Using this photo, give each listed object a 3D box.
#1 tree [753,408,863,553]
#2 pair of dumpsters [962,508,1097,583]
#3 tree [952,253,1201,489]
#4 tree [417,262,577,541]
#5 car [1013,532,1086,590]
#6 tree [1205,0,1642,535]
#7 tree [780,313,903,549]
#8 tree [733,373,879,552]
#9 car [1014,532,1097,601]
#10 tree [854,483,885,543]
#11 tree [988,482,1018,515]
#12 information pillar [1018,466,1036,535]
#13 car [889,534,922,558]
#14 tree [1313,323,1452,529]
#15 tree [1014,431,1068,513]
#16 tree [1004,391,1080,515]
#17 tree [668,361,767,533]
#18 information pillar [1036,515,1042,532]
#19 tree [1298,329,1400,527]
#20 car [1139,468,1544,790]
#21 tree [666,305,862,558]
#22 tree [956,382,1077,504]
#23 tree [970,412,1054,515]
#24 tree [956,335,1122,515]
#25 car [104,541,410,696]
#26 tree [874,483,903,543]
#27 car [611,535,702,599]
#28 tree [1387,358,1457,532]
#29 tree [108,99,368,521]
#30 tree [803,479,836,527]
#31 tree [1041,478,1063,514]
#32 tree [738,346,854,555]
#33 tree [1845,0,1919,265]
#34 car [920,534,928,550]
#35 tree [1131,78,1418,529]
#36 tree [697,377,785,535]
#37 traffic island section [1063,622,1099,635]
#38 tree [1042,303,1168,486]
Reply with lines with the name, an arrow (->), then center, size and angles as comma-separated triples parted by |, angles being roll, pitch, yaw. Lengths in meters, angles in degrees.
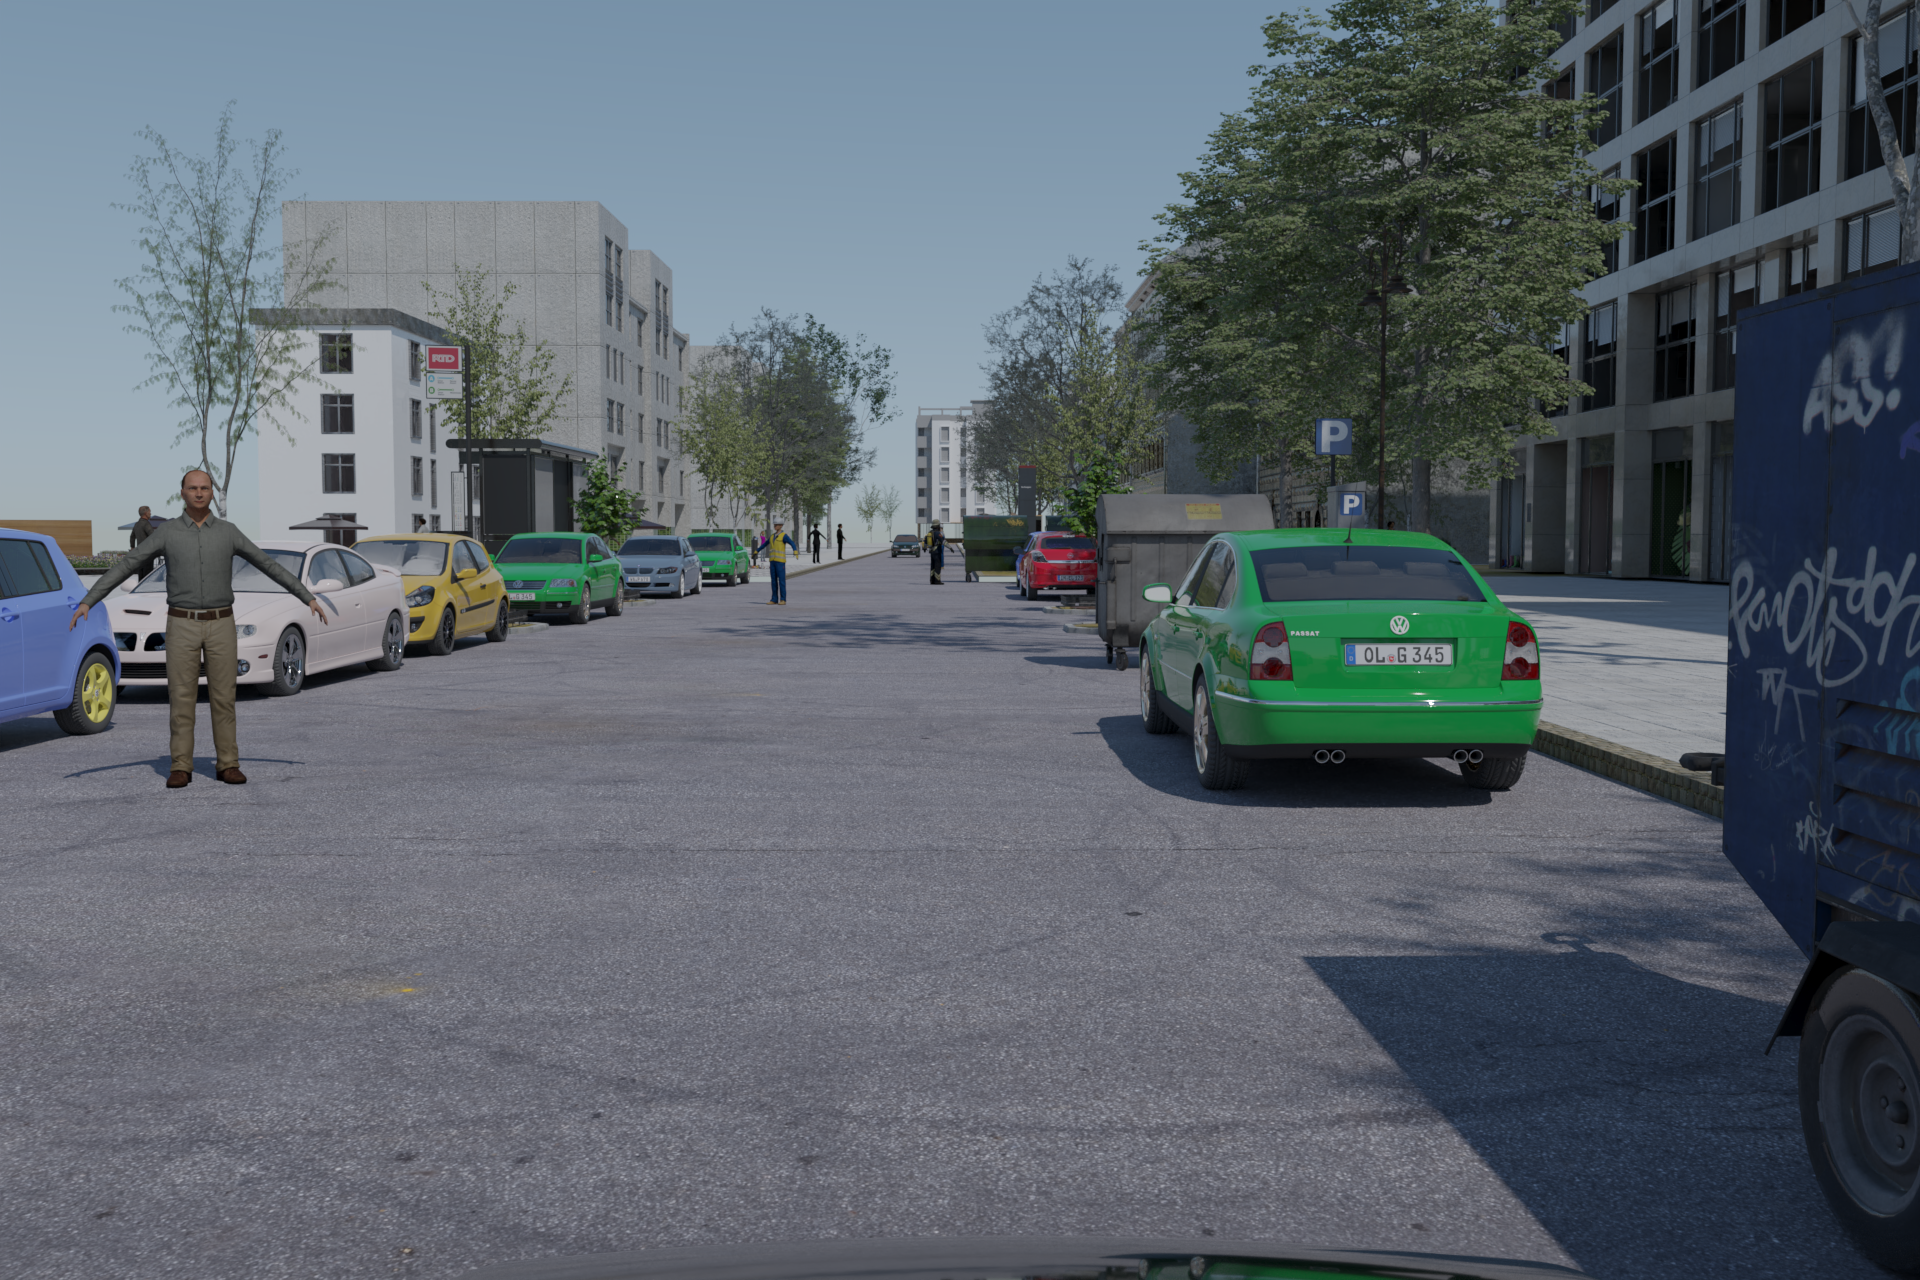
tree -> -10.142, -11.010, 114.432 | 8.767, 10.594, 7.601 | 1, 4, 15
pair of dumpsters -> 2.266, -2.850, 51.542 | 4.436, 2.255, 1.574 | 0, 4, -1
tree -> 5.279, -10.079, 75.155 | 12.009, 13.543, 11.850 | 0, 3, 0
tree -> -12.719, -5.910, 46.984 | 4.737, 8.622, 4.395 | 0, 3, 0
car -> 2.383, -2.205, 45.638 | 1.945, 1.707, 3.694 | 0, 4, -2
tree -> 8.421, -6.954, 31.824 | 7.486, 12.596, 7.792 | 0, 3, 0
tree -> -10.948, -17.811, 147.092 | 12.611, 20.169, 13.585 | 0, 3, 0
tree -> -10.999, -13.156, 125.477 | 12.009, 13.543, 11.850 | 0, 3, 0
car -> 2.299, -1.819, 38.778 | 2.155, 1.783, 4.494 | 0, 4, -1
tree -> -12.770, -17.977, 244.292 | 4.737, 8.622, 4.395 | 0, 3, 0
tree -> 4.462, -12.569, 155.860 | 4.360, 8.622, 3.978 | 0, 3, 0
information pillar -> 2.539, -4.666, 65.663 | 0.750, 3.857, 0.750 | 0, 4, -2
car -> -3.293, -5.876, 105.852 | 2.009, 1.686, 4.222 | 0, 3, 0
tree -> 12.414, -6.309, 53.519 | 4.360, 8.622, 3.978 | 0, 3, 0
tree -> 5.115, -10.071, 115.022 | 4.737, 8.622, 4.395 | 0, 3, 0
tree -> 4.540, -8.305, 86.155 | 4.737, 8.622, 4.395 | 0, 3, 0
tree -> -10.551, -7.605, 74.696 | 4.737, 8.622, 4.395 | 0, 3, 0
information pillar -> 3.045, -3.845, 67.350 | 0.304, 2.012, 0.304 | 0, 4, 0
tree -> 13.479, -6.806, 61.634 | 4.360, 8.622, 3.978 | 0, 3, 0
car -> 2.216, -0.140, 11.078 | 1.959, 1.807, 4.718 | 0, 4, -1
tree -> -10.153, -11.115, 92.106 | 12.009, 13.543, 11.850 | 0, 3, 0
tree -> 4.667, -13.673, 133.918 | 12.009, 13.543, 11.850 | 0, 3, 0
tree -> 4.484, -13.481, 146.172 | 9.928, 11.665, 9.643 | 0, 3, 0
tree -> 5.009, -11.971, 106.093 | 12.009, 13.543, 11.850 | 0, 3, 0
car -> -6.826, -0.271, 16.795 | 2.083, 1.381, 4.827 | 0, 3, 0
tree -> -9.804, -18.265, 248.986 | 4.360, 8.622, 3.978 | 0, 3, 0
car -> -7.028, -1.707, 39.918 | 2.014, 1.417, 4.499 | 0, 4, 0
tree -> 17.893, -7.247, 68.859 | 4.360, 8.622, 3.978 | 0, 3, 0
tree -> -12.995, -4.863, 29.877 | 4.360, 8.622, 3.978 | 0, 3, 0
tree -> -22.519, -20.598, 243.434 | 9.857, 13.997, 8.962 | 0, 3, 0
tree -> 15.506, -20.546, 246.298 | 12.009, 13.543, 11.850 | 0, 3, 0
tree -> -10.081, -11.415, 104.760 | 7.486, 12.596, 7.792 | 0, 3, 0
tree -> 10.014, -9.718, 14.784 | 12.611, 20.169, 13.585 | 0, 3, 0
car -> -2.539, -8.817, 154.380 | 2.015, 1.641, 3.980 | 0, 4, 0
tree -> 7.930, -7.706, 44.128 | 7.486, 12.596, 7.792 | 0, 3, 0
tree -> -10.452, -7.994, 81.068 | 4.737, 8.622, 4.395 | 0, 3, 0
traffic island section -> 2.545, -0.166, 25.575 | 1.991, 0.108, 1.994 | 0, 4, -1
tree -> 4.672, -6.392, 54.873 | 4.737, 8.622, 4.395 | 0, 3, 0
